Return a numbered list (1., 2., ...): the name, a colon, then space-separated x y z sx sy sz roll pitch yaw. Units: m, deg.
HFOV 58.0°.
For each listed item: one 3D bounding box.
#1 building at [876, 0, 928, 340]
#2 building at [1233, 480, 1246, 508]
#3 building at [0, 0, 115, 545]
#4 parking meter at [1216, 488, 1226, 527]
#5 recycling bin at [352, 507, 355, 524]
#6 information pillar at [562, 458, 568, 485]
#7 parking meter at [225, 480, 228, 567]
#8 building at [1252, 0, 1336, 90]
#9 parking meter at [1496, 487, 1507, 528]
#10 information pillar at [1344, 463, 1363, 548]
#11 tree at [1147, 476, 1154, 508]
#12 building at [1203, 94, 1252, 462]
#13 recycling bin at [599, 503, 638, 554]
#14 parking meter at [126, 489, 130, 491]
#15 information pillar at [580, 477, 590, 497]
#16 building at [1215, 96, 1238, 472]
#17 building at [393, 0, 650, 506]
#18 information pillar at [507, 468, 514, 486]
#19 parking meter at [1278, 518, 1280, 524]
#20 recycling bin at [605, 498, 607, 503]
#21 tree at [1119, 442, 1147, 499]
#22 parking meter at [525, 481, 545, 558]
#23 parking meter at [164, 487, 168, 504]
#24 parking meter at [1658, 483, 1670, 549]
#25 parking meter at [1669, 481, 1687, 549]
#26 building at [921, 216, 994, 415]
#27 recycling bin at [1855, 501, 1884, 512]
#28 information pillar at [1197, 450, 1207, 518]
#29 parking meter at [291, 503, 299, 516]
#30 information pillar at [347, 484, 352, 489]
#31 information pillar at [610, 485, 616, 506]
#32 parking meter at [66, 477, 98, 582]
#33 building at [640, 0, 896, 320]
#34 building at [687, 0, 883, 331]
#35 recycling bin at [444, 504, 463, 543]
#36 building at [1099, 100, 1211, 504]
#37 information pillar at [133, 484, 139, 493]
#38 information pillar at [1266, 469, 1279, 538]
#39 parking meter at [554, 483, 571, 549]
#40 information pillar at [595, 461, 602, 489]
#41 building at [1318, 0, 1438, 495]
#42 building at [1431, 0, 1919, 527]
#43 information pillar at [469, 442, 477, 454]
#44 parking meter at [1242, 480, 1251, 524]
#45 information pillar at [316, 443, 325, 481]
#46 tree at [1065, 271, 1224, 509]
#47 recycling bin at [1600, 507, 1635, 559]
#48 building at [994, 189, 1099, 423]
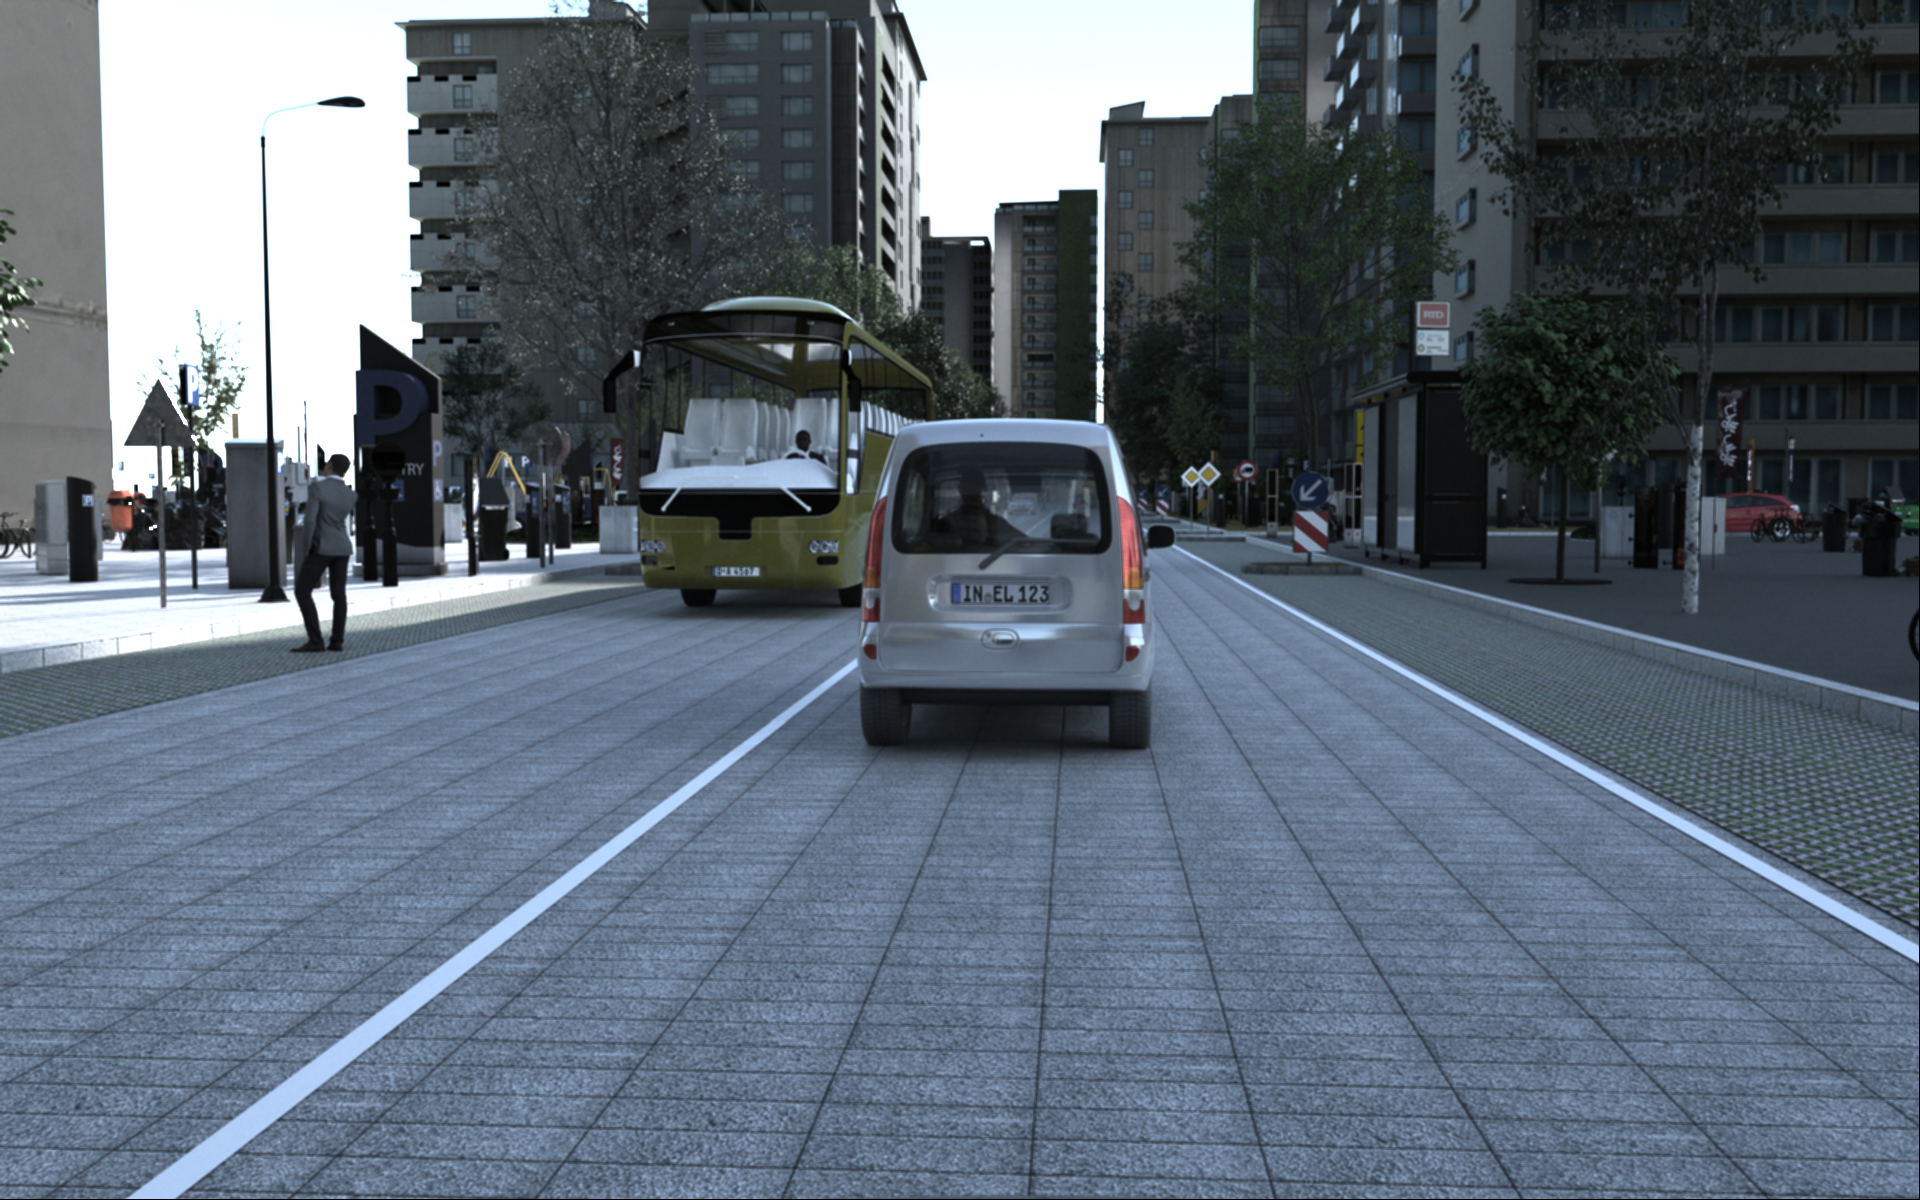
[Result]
1. building: -18.427 -36.830 191.409 27.495 52.752 28.713 0 4 4
2. building: 42.168 -28.705 161.204 32.217 40.220 23.993 0 4 4
3. building: -34.994 -25.302 37.387 21.600 48.544 21.300 0 4 4
4. parking meter: 10.139 -3.595 67.197 0.372 1.533 0.369 0 3 0
5. recycling bin: -26.204 -3.795 74.602 0.722 1.027 0.722 2 4 28
6. information pillar: -22.516 -6.579 98.929 0.504 3.616 0.183 0 4 -8
7. parking meter: -12.764 -1.356 30.579 0.372 1.533 0.369 0 3 0
8. building: 30.869 -28.083 142.745 14.154 41.232 14.086 0 4 4
9. parking meter: 20.459 -3.486 65.401 0.372 1.533 0.369 0 3 0
10. information pillar: 9.318 -2.235 41.038 0.304 2.012 0.304 -2 4 -34
11. tree: 18.377 -10.460 165.625 1.663 3.219 1.824 0 3 0
12. building: 34.899 -33.311 194.744 14.600 45.320 14.200 0 4 4
13. recycling bin: -7.372 -1.520 37.403 0.722 1.027 0.722 0 4 -1
14. parking meter: -41.173 -4.714 85.479 0.372 1.533 0.369 0 3 0
15. information pillar: -16.051 -4.260 74.135 0.304 2.012 0.304 -3 4 -36
16. building: 33.643 -30.410 180.805 14.154 41.232 14.086 0 4 4
17. building: -45.850 -36.951 193.391 27.495 52.752 28.713 0 4 4
18. information pillar: -27.763 -7.076 107.040 0.504 3.616 0.183 2 4 23
19. parking meter: 14.006 -4.248 75.169 0.399 1.863 0.255 3 5 40
20. recycling bin: -23.106 -6.020 110.975 0.722 1.027 0.722 2 4 31
21. tree: 18.825 -14.274 183.747 4.737 8.622 4.395 0 3 0
22. parking meter: -8.531 -1.614 34.796 0.372 1.533 0.369 0 3 0
23. parking meter: -61.326 -7.822 133.593 0.255 1.863 0.399 2 4 26
24. parking meter: 16.532 -1.966 40.562 0.372 1.533 0.369 0 3 0
25. parking meter: 13.981 -1.524 33.334 0.372 1.533 0.369 0 3 0
26. building: -6.935 -33.810 244.670 23.993 40.220 32.217 0 4 4
27. recycling bin: 33.062 -3.085 62.987 0.722 1.027 0.722 -2 4 -33
28. information pillar: 12.892 -6.172 92.274 0.504 3.616 0.183 2 4 24
29. parking meter: -39.659 -5.964 103.224 0.255 1.863 0.399 1 4 17
30. information pillar: -45.191 -7.574 128.324 0.304 2.012 0.304 -2 4 -33
31. information pillar: -21.862 -6.398 109.093 0.304 2.012 0.304 0 4 2
32. parking meter: -12.834 -1.035 25.326 0.372 1.533 0.369 0 3 0
33. building: -17.663 -32.944 162.337 21.300 48.544 21.600 0 4 4
34. building: -14.168 -28.188 144.470 14.154 41.232 14.086 0 4 4
35. recycling bin: -13.572 -2.025 45.662 0.722 1.027 0.722 -2 4 -33
36. building: 33.048 -39.798 239.938 27.495 52.752 28.713 0 4 4
37. information pillar: -58.586 -7.258 123.152 0.304 2.012 0.304 -3 5 -40
38. information pillar: 9.221 -2.851 51.108 0.304 2.012 0.304 1 4 17
39. parking meter: -9.361 -1.981 40.792 0.372 1.533 0.369 0 3 0
40. information pillar: -25.163 -7.903 120.571 0.504 3.616 0.183 -2 4 -33
41. building: 37.134 -30.509 118.436 23.786 49.044 30.456 0 4 4
42. building: 32.621 -27.685 76.348 21.600 48.544 21.300 0 4 4
43. information pillar: -21.858 -5.291 77.866 0.183 3.616 0.504 2 4 24
44. parking meter: 12.275 -4.186 74.152 0.399 1.863 0.255 0 4 -1
45. information pillar: -29.188 -5.370 79.148 0.183 3.616 0.504 1 4 21
46. tree: 15.737 -17.865 147.974 12.611 20.169 13.585 0 3 0
47. recycling bin: 13.188 -1.353 34.678 0.722 1.027 0.722 1 4 9
48. building: 11.641 -33.706 234.682 14.086 41.232 14.154 0 4 4
